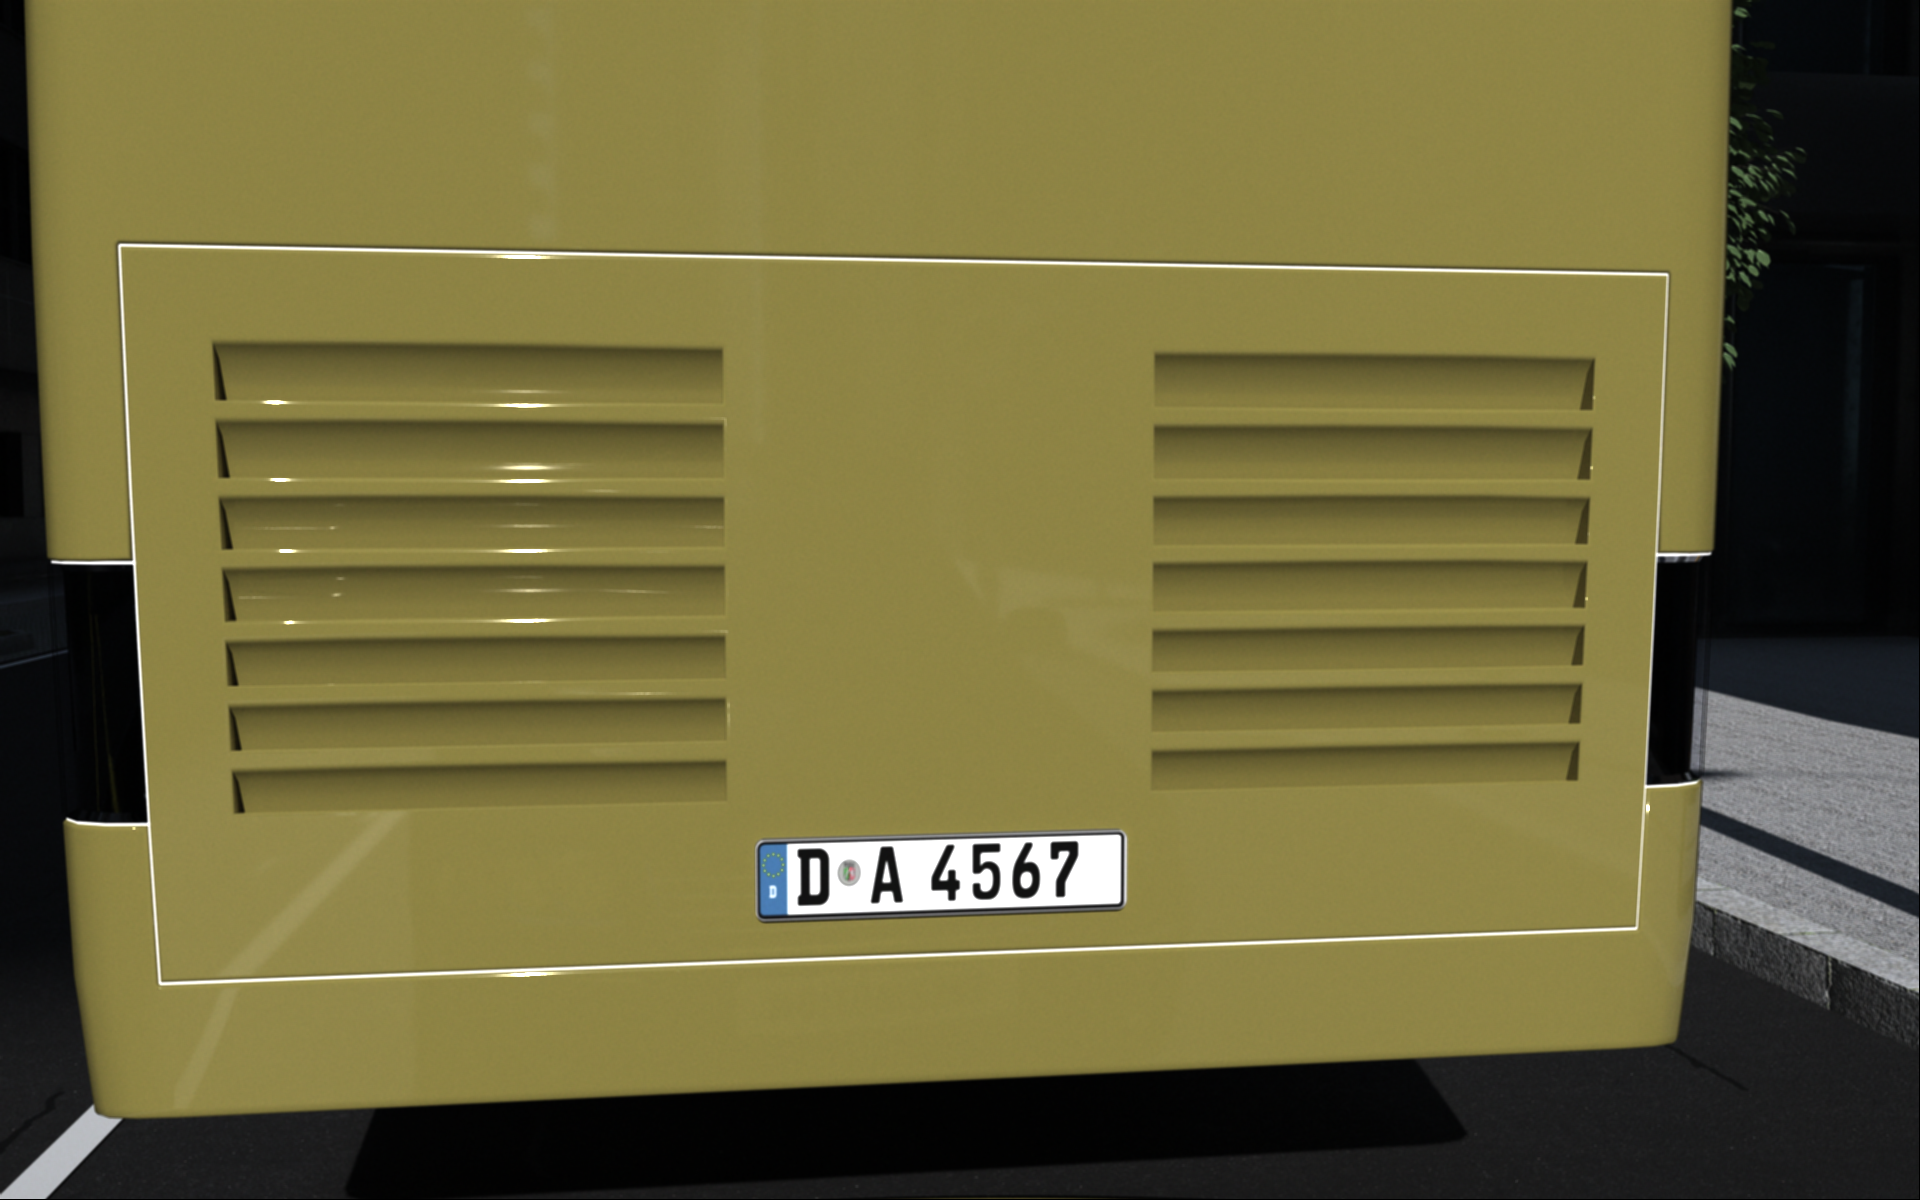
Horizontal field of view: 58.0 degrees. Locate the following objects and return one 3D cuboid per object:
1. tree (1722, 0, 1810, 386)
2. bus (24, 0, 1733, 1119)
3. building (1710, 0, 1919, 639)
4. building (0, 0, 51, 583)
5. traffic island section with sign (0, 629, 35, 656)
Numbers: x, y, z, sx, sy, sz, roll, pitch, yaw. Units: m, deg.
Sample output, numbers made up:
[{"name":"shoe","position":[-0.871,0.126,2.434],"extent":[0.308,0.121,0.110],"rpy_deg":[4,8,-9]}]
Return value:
[{"name":"tree","position":[3.100,-1.598,9.845],"extent":[4.285,4.588,4.351],"rpy_deg":[0,3,0]},{"name":"bus","position":[-0.880,-1.038,8.524],"extent":[2.896,3.916,12.252],"rpy_deg":[0,4,-8]},{"name":"building","position":[11.429,-24.949,27.530],"extent":[23.786,49.044,30.456],"rpy_deg":[0,4,-8]},{"name":"building","position":[-17.720,-11.882,13.342],"extent":[14.314,24.678,30.058],"rpy_deg":[0,4,-8]},{"name":"traffic island section with sign","position":[-9.457,-0.410,15.334],"extent":[1.989,1.847,2.006],"rpy_deg":[0,4,-8]}]
